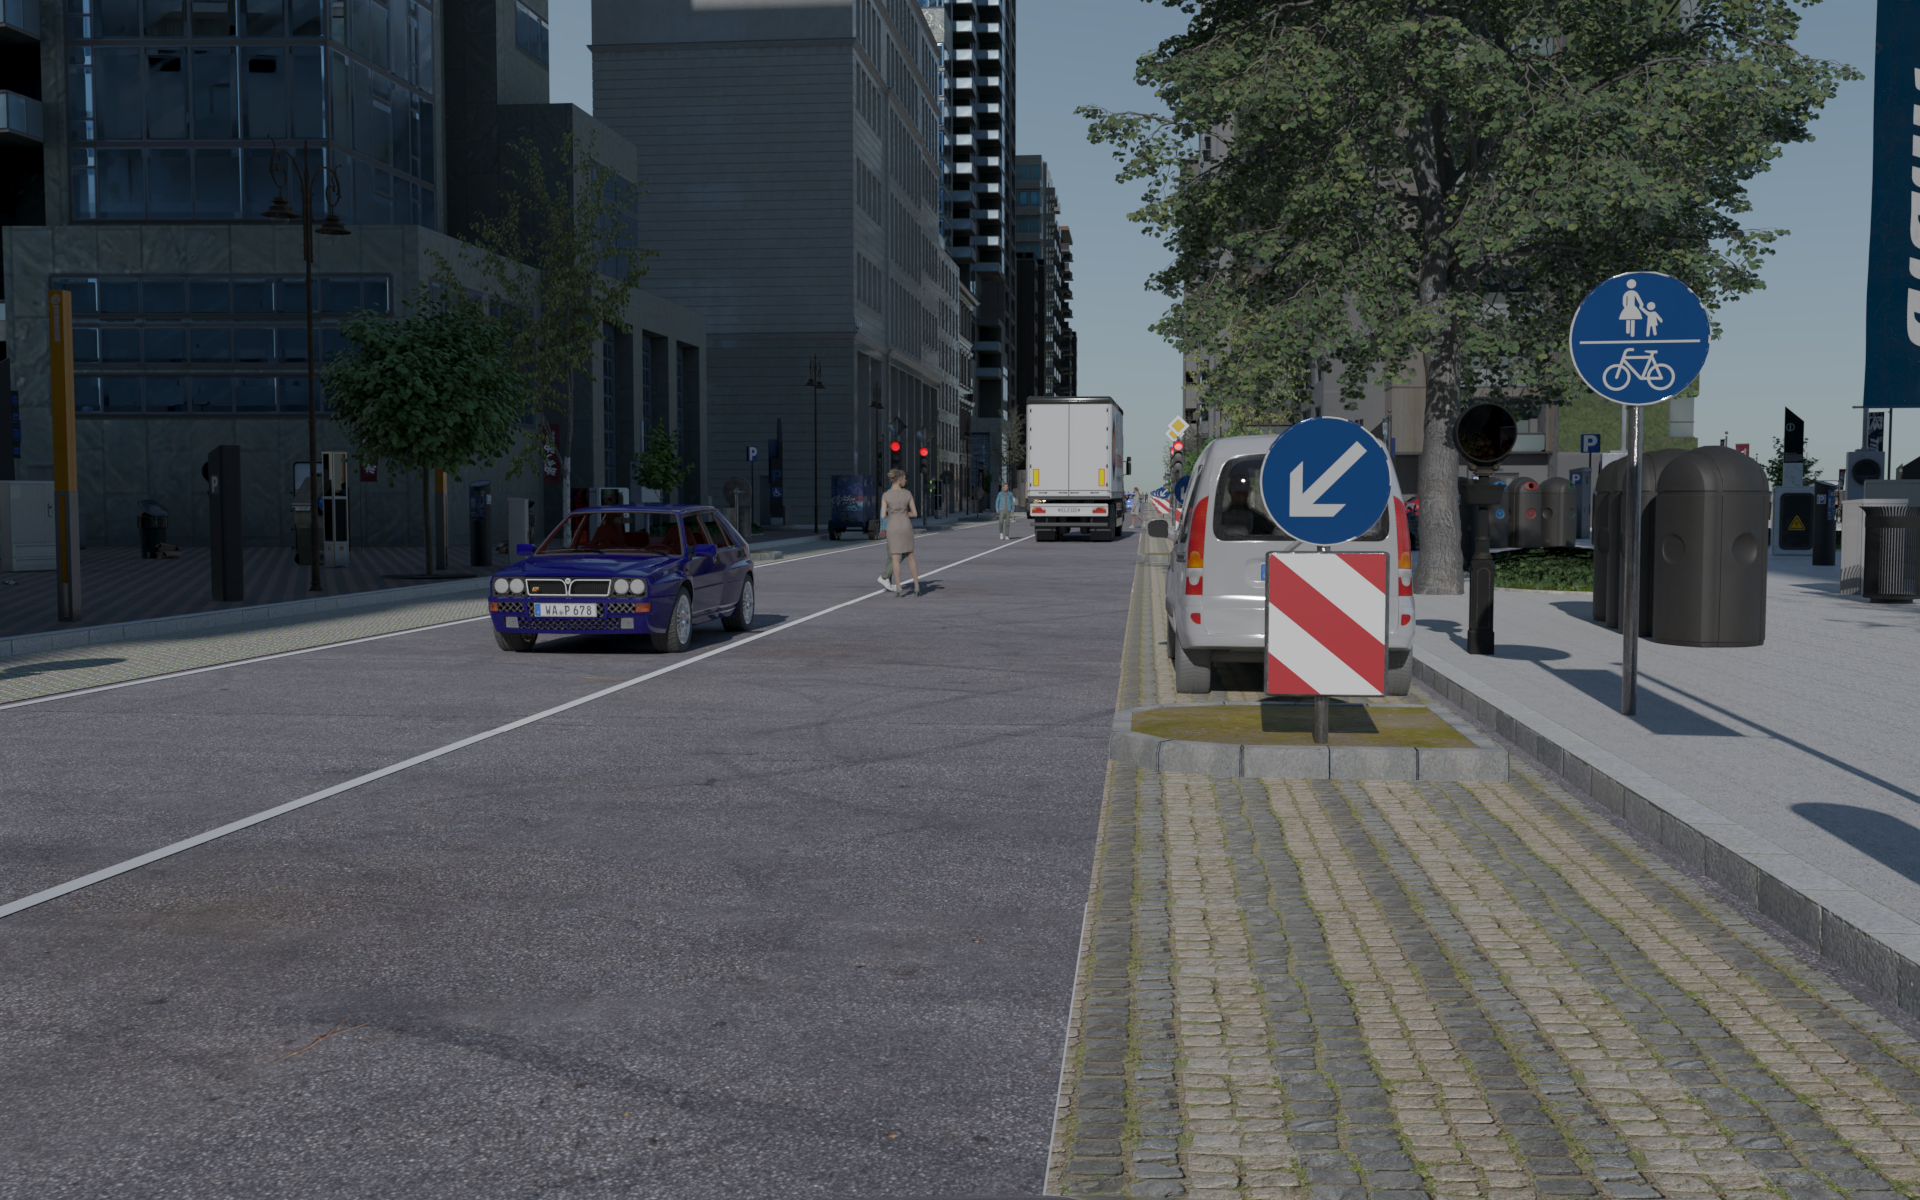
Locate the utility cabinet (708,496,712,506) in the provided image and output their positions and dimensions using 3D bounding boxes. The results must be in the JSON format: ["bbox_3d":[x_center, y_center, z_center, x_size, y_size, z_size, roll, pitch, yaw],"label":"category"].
[{"bbox_3d":[-16.616,-6.206,112.623,1.020,1.237,0.306,-1,4,-15],"label":"utility cabinet"}]

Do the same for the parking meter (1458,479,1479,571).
[{"bbox_3d":[8.501,-1.254,28.922,0.372,1.533,0.369,0,3,0],"label":"parking meter"}]

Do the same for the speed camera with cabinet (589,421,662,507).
[{"bbox_3d":[-8.940,-3.172,46.193,2.038,3.252,0.660,-3,5,-45],"label":"speed camera with cabinet"}]

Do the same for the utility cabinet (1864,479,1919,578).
[{"bbox_3d":[14.375,-1.077,26.292,1.173,1.500,0.318,2,4,24],"label":"utility cabinet"}]

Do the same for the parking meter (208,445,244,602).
[{"bbox_3d":[-8.819,-0.923,20.804,0.399,1.863,0.255,3,5,44],"label":"parking meter"}]

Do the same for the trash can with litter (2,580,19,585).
[{"bbox_3d":[-13.776,-0.776,23.748,1.678,1.210,2.233,1,4,19],"label":"trash can with litter"}]

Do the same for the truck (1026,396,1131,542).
[{"bbox_3d":[3.875,-4.059,55.277,2.839,4.237,11.283,0,4,8],"label":"truck"}]

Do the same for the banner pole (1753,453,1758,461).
[{"bbox_3d":[48.694,-7.116,106.366,0.863,3.779,0.401,-1,4,-13],"label":"banner pole"}]

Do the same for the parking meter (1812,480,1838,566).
[{"bbox_3d":[15.528,-1.387,31.094,0.372,1.533,0.369,0,3,0],"label":"parking meter"}]

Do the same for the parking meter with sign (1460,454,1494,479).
[{"bbox_3d":[17.210,-3.714,56.984,1.738,3.016,0.543,-3,4,-37],"label":"parking meter with sign"}]

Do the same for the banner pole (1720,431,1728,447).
[{"bbox_3d":[30.498,-4.844,69.218,0.401,3.779,0.863,0,4,3],"label":"banner pole"}]

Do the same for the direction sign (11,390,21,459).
[{"bbox_3d":[-20.776,-2.794,37.687,0.379,3.537,0.876,1,4,13],"label":"direction sign"}]

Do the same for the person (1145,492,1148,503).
[{"bbox_3d":[28.644,-15.685,265.864,0.541,1.710,0.530,1,4,20],"label":"person"}]

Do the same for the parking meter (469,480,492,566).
[{"bbox_3d":[-8.531,-1.371,30.819,0.372,1.533,0.369,0,3,0],"label":"parking meter"}]

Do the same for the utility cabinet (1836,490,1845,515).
[{"bbox_3d":[48.495,-5.288,95.136,0.318,1.500,1.173,0,4,7],"label":"utility cabinet"}]

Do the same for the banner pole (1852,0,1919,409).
[{"bbox_3d":[3.613,-0.983,6.092,0.863,3.779,0.401,1,4,11],"label":"banner pole"}]

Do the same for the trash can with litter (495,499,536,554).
[{"bbox_3d":[-9.547,-1.568,37.024,1.055,1.170,0.624,3,4,38],"label":"trash can with litter"}]

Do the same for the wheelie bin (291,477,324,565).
[{"bbox_3d":[-11.696,-1.443,31.505,0.980,1.594,0.693,2,4,32],"label":"wheelie bin"}]

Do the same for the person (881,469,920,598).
[{"bbox_3d":[-0.826,-0.929,24.035,0.599,1.781,0.374,-1,4,-15],"label":"person"}]

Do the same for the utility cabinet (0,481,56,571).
[{"bbox_3d":[-15.319,-1.233,28.836,0.318,1.500,1.173,2,4,29],"label":"utility cabinet"}]

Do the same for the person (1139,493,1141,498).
[{"bbox_3d":[28.766,-16.539,278.935,0.705,1.821,1.348,3,5,39],"label":"person"}]

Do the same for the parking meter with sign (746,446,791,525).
[{"bbox_3d":[-6.886,-4.065,62.719,1.738,3.016,0.543,2,4,34],"label":"parking meter with sign"}]

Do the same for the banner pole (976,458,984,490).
[{"bbox_3d":[1.309,-7.896,119.119,0.863,3.779,0.401,3,5,40],"label":"banner pole"}]

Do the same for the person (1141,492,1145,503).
[{"bbox_3d":[28.921,-16.158,273.210,0.750,1.759,0.617,-3,5,-44],"label":"person"}]

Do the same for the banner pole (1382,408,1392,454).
[{"bbox_3d":[12.432,-3.700,50.515,0.401,3.779,0.863,2,4,32],"label":"banner pole"}]

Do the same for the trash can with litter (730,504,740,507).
[{"bbox_3d":[-7.850,-2.878,58.115,1.678,1.210,2.233,2,4,27],"label":"trash can with litter"}]

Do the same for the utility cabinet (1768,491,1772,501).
[{"bbox_3d":[56.718,-6.913,121.712,0.318,1.500,1.173,0,4,-6],"label":"utility cabinet"}]

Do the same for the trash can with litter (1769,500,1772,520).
[{"bbox_3d":[39.938,-4.518,85.249,1.055,1.170,0.624,2,4,25],"label":"trash can with litter"}]

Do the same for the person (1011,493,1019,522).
[{"bbox_3d":[2.712,-4.732,88.458,0.523,1.515,0.503,-3,5,-43],"label":"person"}]

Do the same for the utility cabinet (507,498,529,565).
[{"bbox_3d":[-7.584,-1.139,29.784,0.306,1.237,1.020,-1,4,-11],"label":"utility cabinet"}]

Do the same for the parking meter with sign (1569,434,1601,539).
[{"bbox_3d":[17.753,-3.266,49.661,0.543,3.016,1.738,3,5,40],"label":"parking meter with sign"}]

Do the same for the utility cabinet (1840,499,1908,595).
[{"bbox_3d":[11.801,-0.686,22.384,1.020,1.237,0.306,-2,4,-32],"label":"utility cabinet"}]

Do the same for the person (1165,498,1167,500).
[{"bbox_3d":[14.726,-7.057,124.158,0.850,1.792,0.678,0,4,2],"label":"person"}]

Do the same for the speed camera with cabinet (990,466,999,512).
[{"bbox_3d":[2.445,-7.922,123.867,0.660,3.252,2.038,0,4,2],"label":"speed camera with cabinet"}]

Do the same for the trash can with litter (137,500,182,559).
[{"bbox_3d":[-15.917,-1.416,34.543,1.055,1.170,0.624,2,4,34],"label":"trash can with litter"}]

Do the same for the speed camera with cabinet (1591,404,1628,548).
[{"bbox_3d":[14.202,-2.660,37.819,0.660,3.252,2.038,1,4,16],"label":"speed camera with cabinet"}]

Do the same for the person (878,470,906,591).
[{"bbox_3d":[-1.002,-1.014,25.416,0.444,1.785,0.601,-1,4,-10],"label":"person"}]

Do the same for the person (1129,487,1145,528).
[{"bbox_3d":[7.459,-3.903,73.059,0.760,1.731,0.466,-2,4,-35],"label":"person"}]

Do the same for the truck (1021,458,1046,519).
[{"bbox_3d":[5.329,-6.948,102.508,2.839,4.237,11.283,0,4,6],"label":"truck"}]

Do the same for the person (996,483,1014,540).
[{"bbox_3d":[1.409,-2.776,54.235,0.601,1.785,0.444,0,4,-5],"label":"person"}]

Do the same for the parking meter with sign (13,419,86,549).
[{"bbox_3d":[-21.185,-2.685,40.158,1.738,3.016,0.543,0,4,7],"label":"parking meter with sign"}]

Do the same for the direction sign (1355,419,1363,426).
[{"bbox_3d":[12.093,-3.705,52.575,0.379,3.537,0.876,0,4,-2],"label":"direction sign"}]

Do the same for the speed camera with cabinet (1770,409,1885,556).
[{"bbox_3d":[17.908,-2.533,35.755,2.038,3.252,0.660,1,4,22],"label":"speed camera with cabinet"}]

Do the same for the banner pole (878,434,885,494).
[{"bbox_3d":[-3.297,-5.055,72.666,0.401,3.779,0.863,-2,4,-24],"label":"banner pole"}]
